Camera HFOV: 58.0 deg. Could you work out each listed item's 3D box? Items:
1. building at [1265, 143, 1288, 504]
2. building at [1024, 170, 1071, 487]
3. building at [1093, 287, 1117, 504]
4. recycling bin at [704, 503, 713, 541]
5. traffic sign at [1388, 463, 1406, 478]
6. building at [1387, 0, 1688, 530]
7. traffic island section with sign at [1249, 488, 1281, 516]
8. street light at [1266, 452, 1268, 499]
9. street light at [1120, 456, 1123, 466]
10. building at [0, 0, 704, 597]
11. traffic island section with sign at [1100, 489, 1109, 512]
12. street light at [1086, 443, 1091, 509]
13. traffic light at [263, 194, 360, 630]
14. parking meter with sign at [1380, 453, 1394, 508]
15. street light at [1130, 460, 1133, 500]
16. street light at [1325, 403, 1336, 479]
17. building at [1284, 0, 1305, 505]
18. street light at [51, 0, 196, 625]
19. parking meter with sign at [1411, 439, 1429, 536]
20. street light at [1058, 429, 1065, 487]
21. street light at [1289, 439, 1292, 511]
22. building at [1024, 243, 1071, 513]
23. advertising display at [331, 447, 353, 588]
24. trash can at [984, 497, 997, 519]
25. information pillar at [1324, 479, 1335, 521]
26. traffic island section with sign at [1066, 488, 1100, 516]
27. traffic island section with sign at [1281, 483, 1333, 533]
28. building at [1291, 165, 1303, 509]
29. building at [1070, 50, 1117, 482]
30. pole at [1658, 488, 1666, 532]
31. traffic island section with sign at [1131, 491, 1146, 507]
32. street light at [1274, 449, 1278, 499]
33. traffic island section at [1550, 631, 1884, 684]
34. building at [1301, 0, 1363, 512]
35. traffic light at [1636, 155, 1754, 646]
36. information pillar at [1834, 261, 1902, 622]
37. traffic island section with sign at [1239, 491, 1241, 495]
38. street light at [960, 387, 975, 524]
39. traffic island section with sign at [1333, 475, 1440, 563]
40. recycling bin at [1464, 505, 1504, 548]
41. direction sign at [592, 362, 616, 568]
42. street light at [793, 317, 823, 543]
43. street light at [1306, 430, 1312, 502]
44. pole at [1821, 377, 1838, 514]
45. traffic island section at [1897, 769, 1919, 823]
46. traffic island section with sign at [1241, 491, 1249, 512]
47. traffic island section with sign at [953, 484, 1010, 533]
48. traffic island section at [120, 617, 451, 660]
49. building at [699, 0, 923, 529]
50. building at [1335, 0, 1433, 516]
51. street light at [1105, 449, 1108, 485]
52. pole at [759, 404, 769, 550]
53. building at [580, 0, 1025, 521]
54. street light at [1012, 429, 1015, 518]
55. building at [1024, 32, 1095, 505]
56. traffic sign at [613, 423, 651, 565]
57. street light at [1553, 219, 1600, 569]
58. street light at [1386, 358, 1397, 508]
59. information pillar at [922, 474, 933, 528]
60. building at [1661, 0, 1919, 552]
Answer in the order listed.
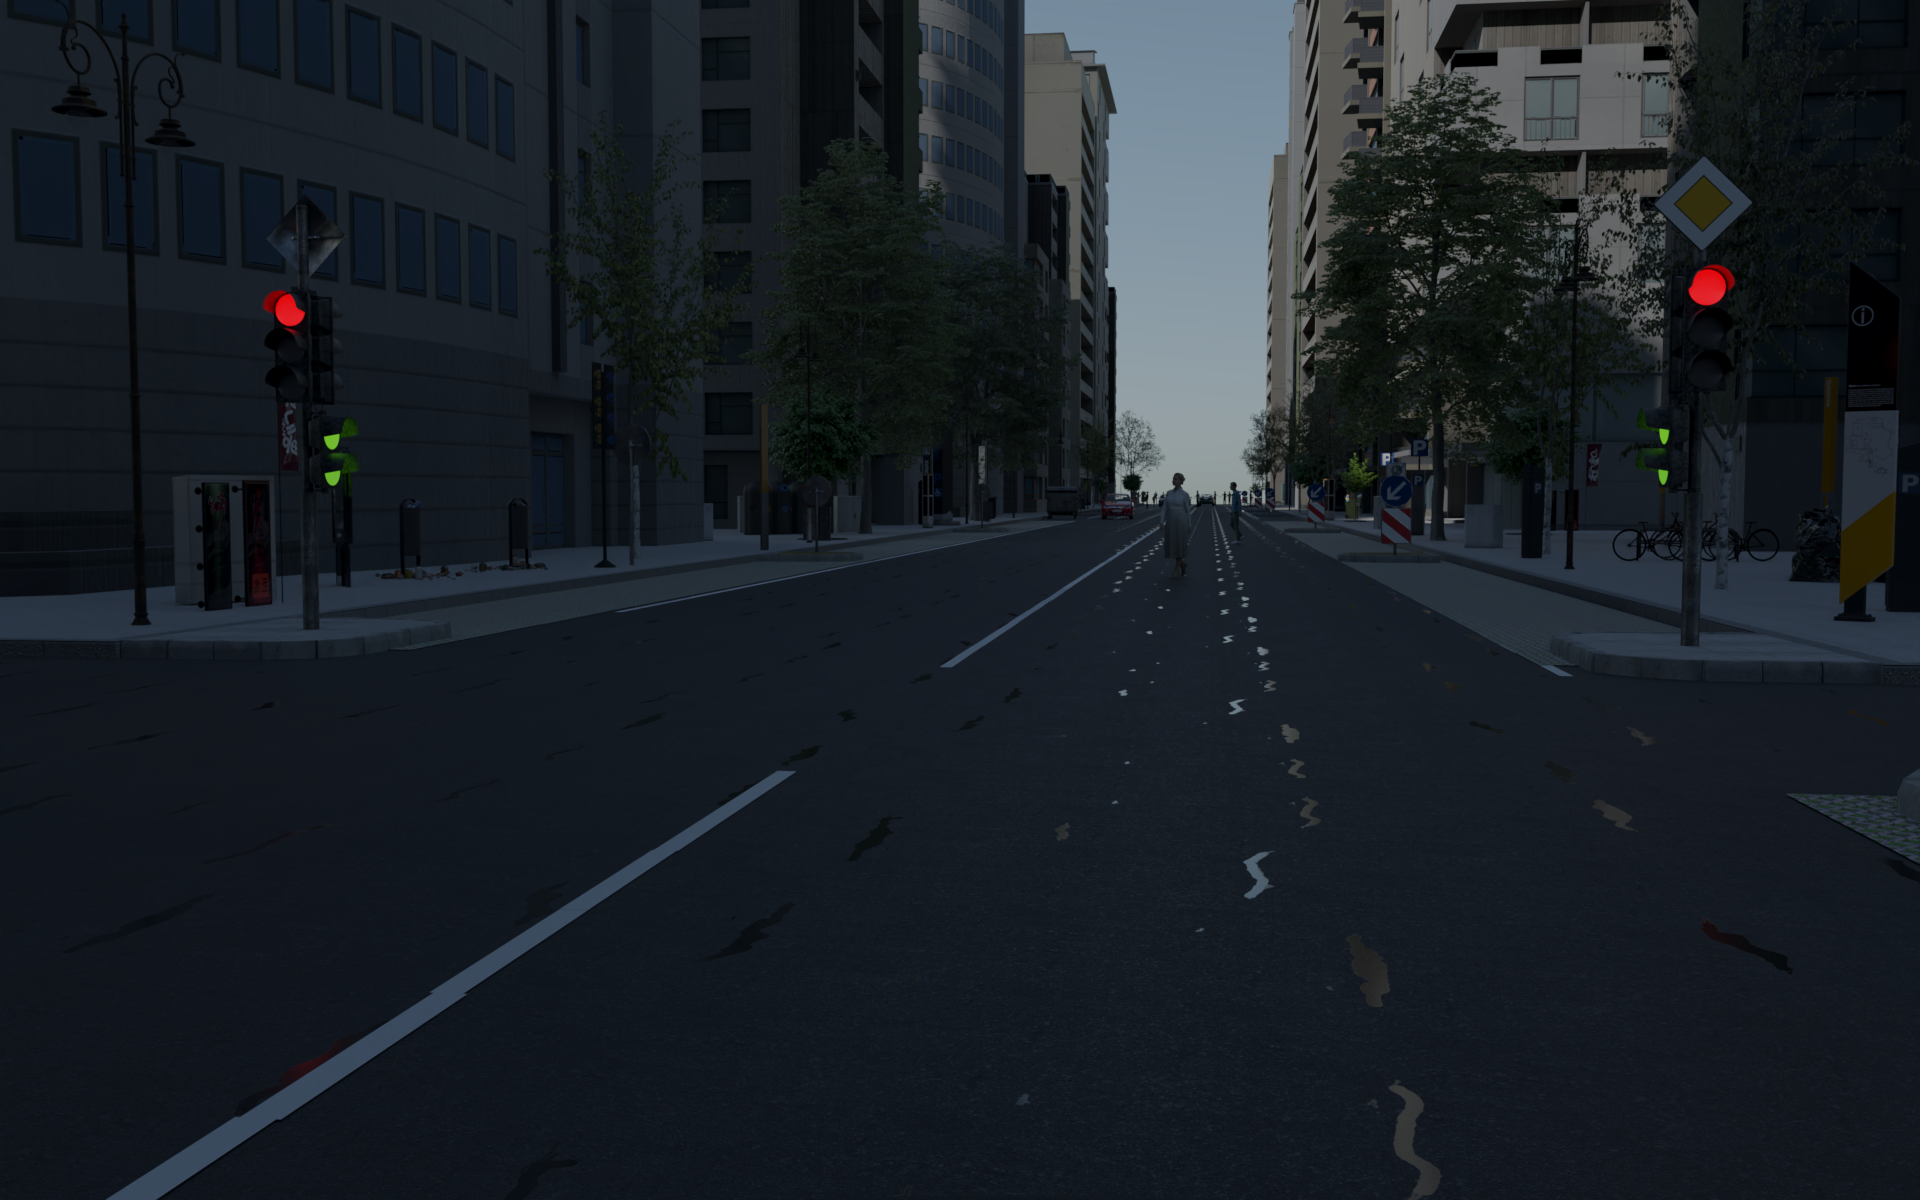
[{"bbox_3d":[52.544,-37.303,233.599,21.300,48.544,21.600,1,4,8],"label":"building"},{"bbox_3d":[2.383,-23.534,156.484,14.160,30.474,14.107,1,4,8],"label":"building"},{"bbox_3d":[13.645,-28.216,233.033,14.160,30.474,14.107,1,4,8],"label":"building"},{"bbox_3d":[-7.249,-2.139,47.522,0.722,1.027,0.722,-3,4,-38],"label":"recycling bin"},{"bbox_3d":[14.189,-3.316,56.349,0.606,2.300,0.079,1,4,9],"label":"traffic sign"},{"bbox_3d":[33.035,-29.524,71.953,28.713,52.752,27.495,1,4,8],"label":"building"},{"bbox_3d":[19.989,-6.349,112.428,1.989,1.847,2.006,1,4,8],"label":"traffic island section with sign"},{"bbox_3d":[33.043,-13.063,186.371,0.468,5.910,1.993,1,4,8],"label":"street light"},{"bbox_3d":[18.960,-14.140,203.982,0.468,5.910,1.993,1,4,8],"label":"street light"},{"bbox_3d":[-19.262,-29.998,32.463,21.231,58.520,28.212,1,4,8],"label":"building"},{"bbox_3d":[11.972,-8.158,142.018,1.989,1.847,2.006,1,4,8],"label":"traffic island section with sign"},{"bbox_3d":[11.093,-10.853,150.236,0.468,5.910,1.993,1,4,8],"label":"street light"},{"bbox_3d":[-6.130,-1.674,16.291,0.839,4.253,0.868,1,4,8],"label":"traffic light"},{"bbox_3d":[17.803,-4.662,72.490,0.543,3.016,1.738,1,4,18],"label":"parking meter with sign"},{"bbox_3d":[23.100,-15.926,233.169,0.468,5.910,1.993,1,4,8],"label":"street light"},{"bbox_3d":[18.727,-7.030,87.727,0.468,5.910,1.993,1,4,8],"label":"street light"},{"bbox_3d":[49.876,-40.709,207.598,21.231,58.520,28.212,1,4,8],"label":"building"},{"bbox_3d":[-8.032,-2.693,16.812,0.468,5.910,1.993,1,4,8],"label":"street light"},{"bbox_3d":[14.334,-3.547,54.247,0.543,3.016,1.738,1,4,18],"label":"parking meter with sign"},{"bbox_3d":[7.053,-9.081,121.263,0.468,5.910,1.993,1,4,8],"label":"street light"},{"bbox_3d":[25.729,-9.925,135.068,0.468,5.910,1.993,1,4,8],"label":"street light"},{"bbox_3d":[-6.286,-17.788,135.880,27.650,21.520,28.899,1,4,8],"label":"building"},{"bbox_3d":[-8.602,-1.155,24.105,0.123,1.923,0.974,-2,4,-29],"label":"advertising display"},{"bbox_3d":[1.560,-4.750,89.323,0.748,1.137,0.748,0,3,0],"label":"trash can"},{"bbox_3d":[17.937,-4.851,83.807,0.304,2.012,0.304,0,4,-1],"label":"information pillar"},{"bbox_3d":[8.082,-6.508,115.029,1.989,1.847,2.006,1,4,8],"label":"traffic island section with sign"},{"bbox_3d":[13.008,-3.389,64.038,1.989,1.847,2.006,1,4,8],"label":"traffic island section with sign"},{"bbox_3d":[36.874,-23.340,153.314,14.160,30.474,14.107,1,4,8],"label":"building"},{"bbox_3d":[4.162,-38.135,212.741,28.713,52.752,27.495,1,4,8],"label":"building"},{"bbox_3d":[23.915,-3.982,58.944,0.158,3.312,0.155,0,3,0],"label":"pole"},{"bbox_3d":[19.888,-11.512,196.847,1.989,1.847,2.006,1,4,8],"label":"traffic island section with sign"},{"bbox_3d":[29.815,-11.698,164.052,0.468,5.910,1.993,1,4,8],"label":"street light"},{"bbox_3d":[6.194,0.467,14.647,2.009,0.180,2.903,1,4,8],"label":"traffic island section"},{"bbox_3d":[38.017,-31.247,134.593,21.300,48.544,21.600,1,4,8],"label":"building"},{"bbox_3d":[6.156,-1.567,14.539,0.839,4.253,0.868,1,4,8],"label":"traffic light"},{"bbox_3d":[9.097,-1.589,17.331,0.504,3.616,0.183,3,5,43],"label":"information pillar"},{"bbox_3d":[31.841,-11.362,194.388,1.989,1.847,2.006,1,4,8],"label":"traffic island section with sign"},{"bbox_3d":[0.295,-6.218,74.446,0.468,5.910,1.993,1,4,8],"label":"street light"},{"bbox_3d":[9.079,-1.725,36.827,1.989,1.847,2.006,1,4,8],"label":"traffic island section with sign"},{"bbox_3d":[12.509,-1.761,41.346,0.722,1.027,0.722,3,4,36],"label":"recycling bin"},{"bbox_3d":[-6.208,-2.336,30.192,0.379,3.537,0.876,1,4,11],"label":"direction sign"},{"bbox_3d":[-3.957,-4.439,45.365,0.468,5.910,1.993,1,4,8],"label":"street light"},{"bbox_3d":[21.410,-8.142,105.911,0.468,5.910,1.993,1,4,8],"label":"street light"},{"bbox_3d":[15.233,-2.234,30.362,0.158,3.312,0.155,0,3,0],"label":"pole"},{"bbox_3d":[5.053,0.950,6.744,2.009,0.180,2.903,1,4,8],"label":"traffic island section"},{"bbox_3d":[23.957,-8.027,139.877,1.989,1.847,2.006,1,4,8],"label":"traffic island section with sign"},{"bbox_3d":[0.838,-3.446,64.969,1.989,1.847,2.006,1,4,8],"label":"traffic island section with sign"},{"bbox_3d":[-6.168,0.358,16.431,2.009,0.180,2.903,1,4,8],"label":"traffic island section"},{"bbox_3d":[-9.530,-18.179,68.927,14.160,30.474,14.107,1,4,8],"label":"building"},{"bbox_3d":[35.754,-27.813,109.359,22.147,44.769,28.867,1,4,8],"label":"building"},{"bbox_3d":[14.758,-12.371,175.059,0.468,5.910,1.993,1,4,8],"label":"street light"},{"bbox_3d":[-4.470,-2.793,39.515,0.158,3.312,0.155,0,3,0],"label":"pole"},{"bbox_3d":[-7.957,-34.507,106.194,21.231,58.520,28.212,1,4,8],"label":"building"},{"bbox_3d":[2.877,-7.327,92.590,0.468,5.910,1.993,1,4,8],"label":"street light"},{"bbox_3d":[3.202,-34.507,187.890,21.300,48.544,21.600,1,4,8],"label":"building"},{"bbox_3d":[-5.915,-1.898,31.142,0.768,2.556,0.104,1,4,17],"label":"traffic sign"},{"bbox_3d":[10.402,-3.462,29.386,0.468,5.910,1.993,1,4,8],"label":"street light"},{"bbox_3d":[14.538,-5.237,58.415,0.468,5.910,1.993,1,4,8],"label":"street light"},{"bbox_3d":[-1.208,-3.702,65.022,0.304,2.012,0.304,3,5,39],"label":"information pillar"},{"bbox_3d":[25.436,-16.629,43.590,14.160,30.474,14.107,1,4,8],"label":"building"}]
